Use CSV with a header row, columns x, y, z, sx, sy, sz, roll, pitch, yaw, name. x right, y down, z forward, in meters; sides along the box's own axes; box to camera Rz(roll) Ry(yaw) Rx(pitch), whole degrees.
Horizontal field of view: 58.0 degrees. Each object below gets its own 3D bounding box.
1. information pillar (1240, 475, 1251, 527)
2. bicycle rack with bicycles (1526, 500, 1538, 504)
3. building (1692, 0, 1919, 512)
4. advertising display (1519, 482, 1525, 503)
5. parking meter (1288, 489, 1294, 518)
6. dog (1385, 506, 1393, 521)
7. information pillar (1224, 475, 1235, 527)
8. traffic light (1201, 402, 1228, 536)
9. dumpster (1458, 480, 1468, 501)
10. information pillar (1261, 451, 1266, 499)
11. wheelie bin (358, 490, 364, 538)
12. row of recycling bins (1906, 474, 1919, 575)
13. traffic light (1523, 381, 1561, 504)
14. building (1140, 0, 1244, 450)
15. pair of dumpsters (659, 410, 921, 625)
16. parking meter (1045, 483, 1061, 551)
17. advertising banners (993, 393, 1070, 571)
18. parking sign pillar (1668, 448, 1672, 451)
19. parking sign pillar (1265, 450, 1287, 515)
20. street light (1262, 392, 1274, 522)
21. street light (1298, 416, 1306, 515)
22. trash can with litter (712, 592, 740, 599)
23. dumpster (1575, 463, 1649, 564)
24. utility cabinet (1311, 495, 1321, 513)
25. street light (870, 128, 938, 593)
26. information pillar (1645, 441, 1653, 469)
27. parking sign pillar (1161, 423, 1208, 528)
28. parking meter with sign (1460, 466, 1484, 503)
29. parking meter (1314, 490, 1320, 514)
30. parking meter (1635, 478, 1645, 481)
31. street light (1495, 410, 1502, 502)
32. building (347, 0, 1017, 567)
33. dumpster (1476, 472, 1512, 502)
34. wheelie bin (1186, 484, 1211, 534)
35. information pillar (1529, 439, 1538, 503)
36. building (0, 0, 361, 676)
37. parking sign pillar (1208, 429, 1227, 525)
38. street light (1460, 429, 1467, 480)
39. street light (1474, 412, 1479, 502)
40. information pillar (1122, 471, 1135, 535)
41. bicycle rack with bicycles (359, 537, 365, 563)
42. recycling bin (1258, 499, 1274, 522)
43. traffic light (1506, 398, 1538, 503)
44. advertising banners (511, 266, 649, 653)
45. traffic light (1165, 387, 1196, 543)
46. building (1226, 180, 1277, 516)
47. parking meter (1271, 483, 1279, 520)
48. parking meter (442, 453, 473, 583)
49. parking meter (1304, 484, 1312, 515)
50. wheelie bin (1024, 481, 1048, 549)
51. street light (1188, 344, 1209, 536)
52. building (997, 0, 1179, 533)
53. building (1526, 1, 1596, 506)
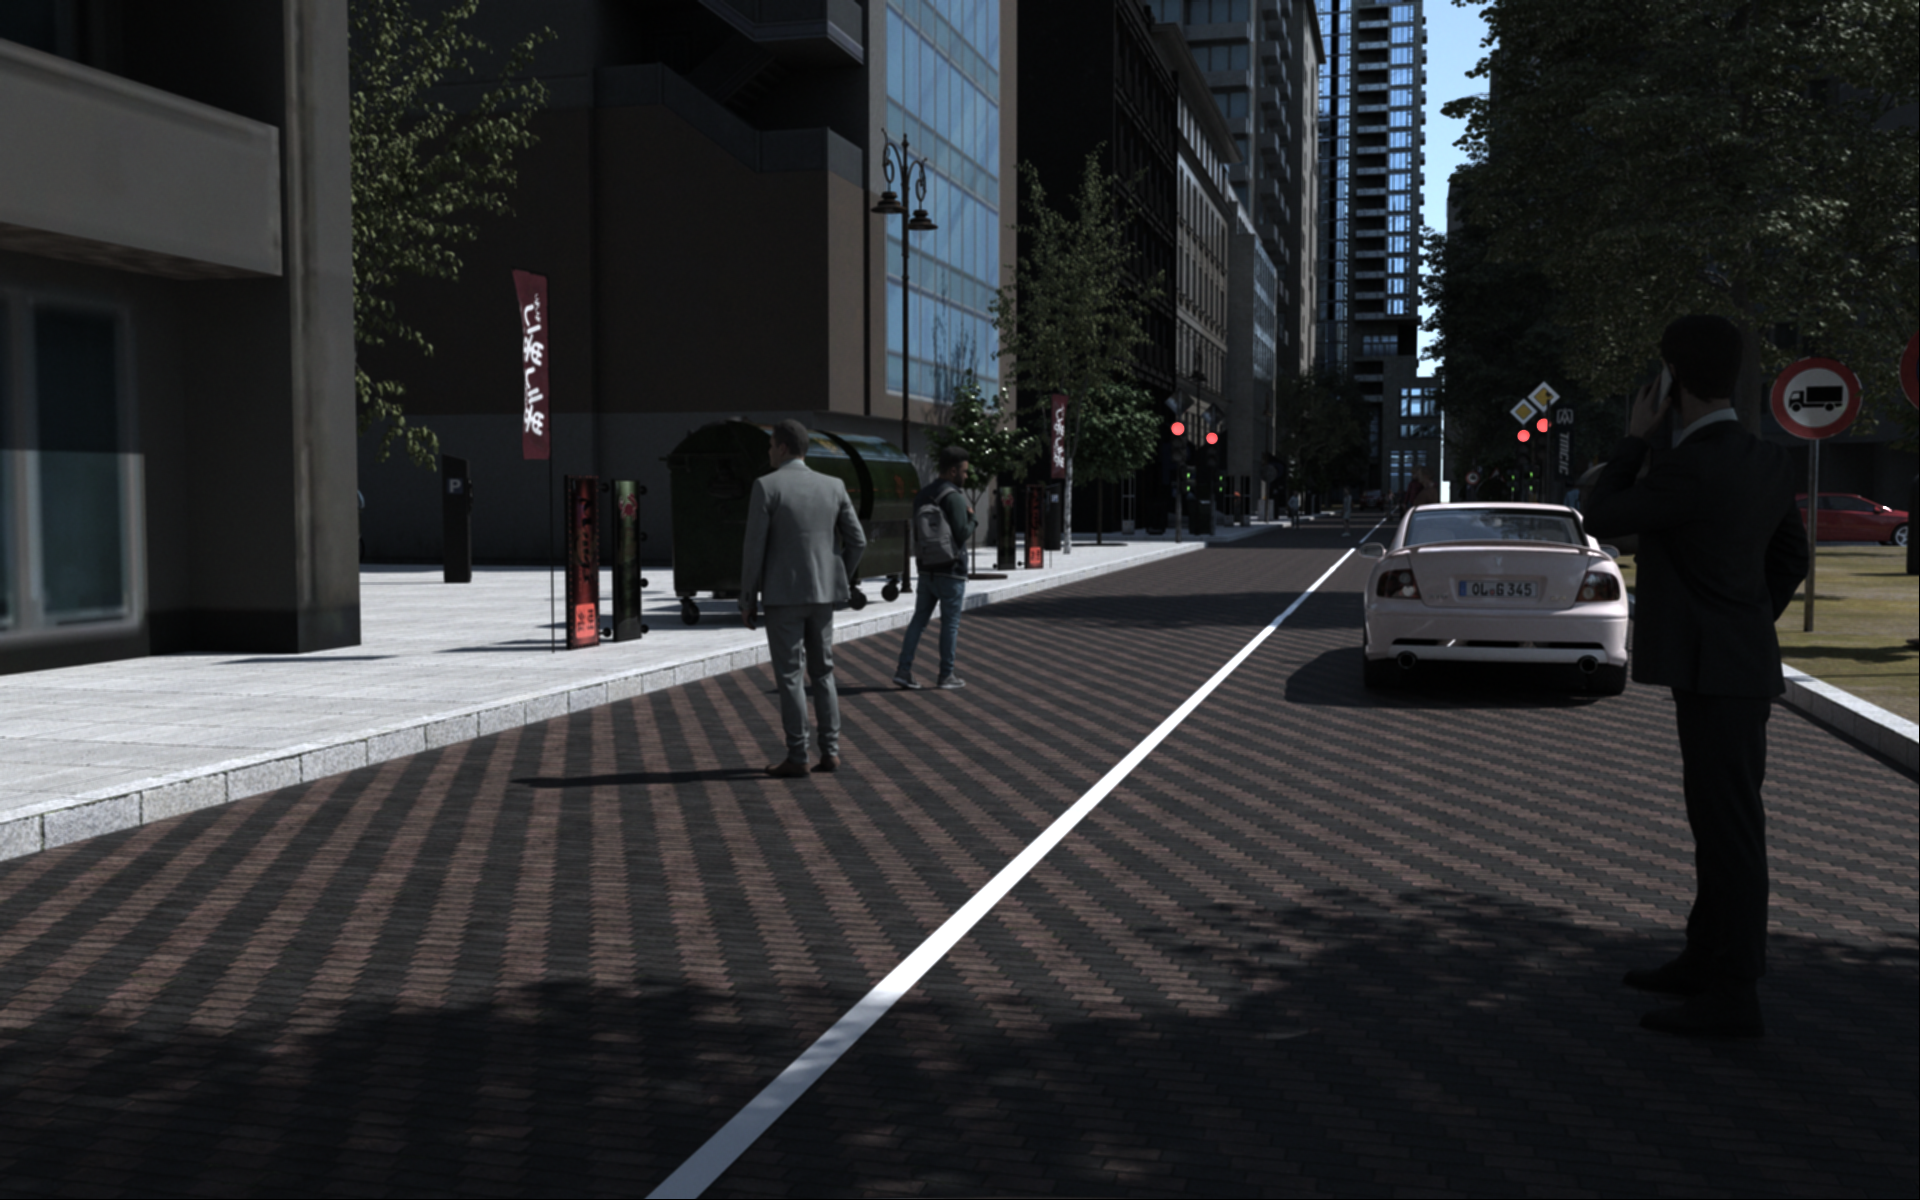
x,y,z,sx,sy,sz,roll,pitch,yaw,name
11.217,-3.888,68.058,0.304,2.012,0.304,-1,4,-18,information pillar
33.031,-5.235,98.973,2.925,0.926,2.852,-1,4,-21,bicycle rack with bicycles
39.345,-22.579,61.045,23.993,40.220,32.217,1,4,15,building
26.294,-4.640,81.080,0.123,1.923,0.974,2,4,28,advertising display
17.960,-5.230,93.922,0.372,1.533,0.369,0,3,0,parking meter
22.639,-4.574,91.621,0.513,0.831,0.800,2,4,27,dog
10.540,-3.872,67.796,0.304,2.012,0.304,2,4,34,information pillar
7.769,-3.926,53.109,0.839,4.253,0.868,1,4,15,traffic light
32.472,-6.581,110.094,1.502,2.255,1.985,1,4,14,dumpster
16.561,-6.289,94.186,0.183,3.616,0.504,-2,4,-27,information pillar
-8.377,-0.929,23.089,0.693,1.594,0.980,2,4,33,wheelie bin
16.968,-1.269,27.866,3.534,1.692,1.069,-1,4,-12,row of recycling bins
14.480,-3.316,43.132,0.839,4.253,0.868,1,4,15,traffic light
4.914,-15.613,88.552,16.112,22.955,30.059,1,4,15,building
-1.736,-0.994,18.739,1.574,2.255,4.437,1,4,15,pair of dumpsters
2.111,-1.894,39.375,0.372,1.533,0.369,0,3,0,parking meter
1.248,-2.044,29.613,0.090,3.025,2.074,3,5,40,advertising banners
34.158,-5.767,82.767,1.447,3.967,1.447,-3,5,-44,parking sign pillar
19.248,-7.166,105.632,1.447,3.967,1.447,1,4,18,parking sign pillar
13.873,-6.451,78.268,0.468,5.910,1.993,1,4,15,street light
20.287,-7.954,102.838,0.468,5.910,1.993,1,4,15,street light
-2.886,-0.614,21.424,0.624,1.170,1.055,0,4,-6,trash can with litter
11.708,-1.538,30.902,1.264,1.857,1.865,1,4,15,dumpster
23.548,-6.380,115.479,1.020,1.237,0.306,1,4,14,utility cabinet
-0.702,-3.033,22.373,0.468,5.910,1.993,1,4,15,street light
29.483,-5.066,74.181,0.183,3.616,0.504,0,4,-6,information pillar
8.254,-4.705,65.394,1.447,3.967,1.447,3,5,39,parking sign pillar
31.602,-6.774,107.016,1.738,3.016,0.543,-3,5,-40,parking meter with sign
23.245,-6.379,112.706,0.372,1.533,0.369,0,3,0,parking meter
16.526,-2.224,42.072,0.255,1.863,0.399,1,4,17,parking meter
22.628,-6.099,72.509,0.468,5.910,1.993,1,4,15,street light
-7.213,-23.654,36.858,14.200,45.320,14.600,1,4,15,building
24.143,-4.640,78.364,1.502,2.255,1.985,1,4,15,dumpster
7.645,-2.903,55.371,0.980,1.594,0.693,-2,4,-31,wheelie bin
20.600,-4.332,62.190,0.183,3.616,0.504,0,4,4,information pillar
-18.038,-23.368,5.762,21.300,48.544,21.600,1,4,15,building
10.371,-5.089,71.683,1.447,3.967,1.447,0,4,-4,parking sign pillar
35.806,-9.195,123.133,0.468,5.910,1.993,1,4,15,street light
29.278,-7.656,97.971,0.468,5.910,1.993,1,4,15,street light
5.304,-3.062,54.555,0.304,2.012,0.304,2,4,35,information pillar
-11.707,-1.004,29.804,2.925,0.926,2.852,-3,5,-40,bicycle rack with bicycles
14.325,-4.193,81.105,0.722,1.027,0.722,1,4,12,recycling bin
16.494,-3.788,50.860,0.839,4.253,0.868,1,4,15,traffic light
-3.130,-1.113,14.378,0.090,3.025,2.074,1,4,18,advertising banners
5.755,-3.453,45.381,0.839,4.253,0.868,1,4,15,traffic light
14.318,-15.669,110.945,10.420,20.320,16.860,1,4,15,building
15.722,-4.940,86.473,0.399,1.863,0.255,0,4,8,parking meter
-7.249,-1.180,25.010,0.399,1.863,0.255,0,4,-7,parking meter
21.050,-6.054,104.701,0.399,1.863,0.255,-1,4,-17,parking meter
1.887,-1.996,40.543,0.693,1.594,0.980,1,4,14,wheelie bin
7.349,-4.935,53.472,0.468,5.910,1.993,1,4,15,street light
1.013,-14.411,65.297,12.332,23.373,15.834,1,4,15,building
43.914,-28.142,110.240,14.600,45.320,14.200,1,4,15,building
